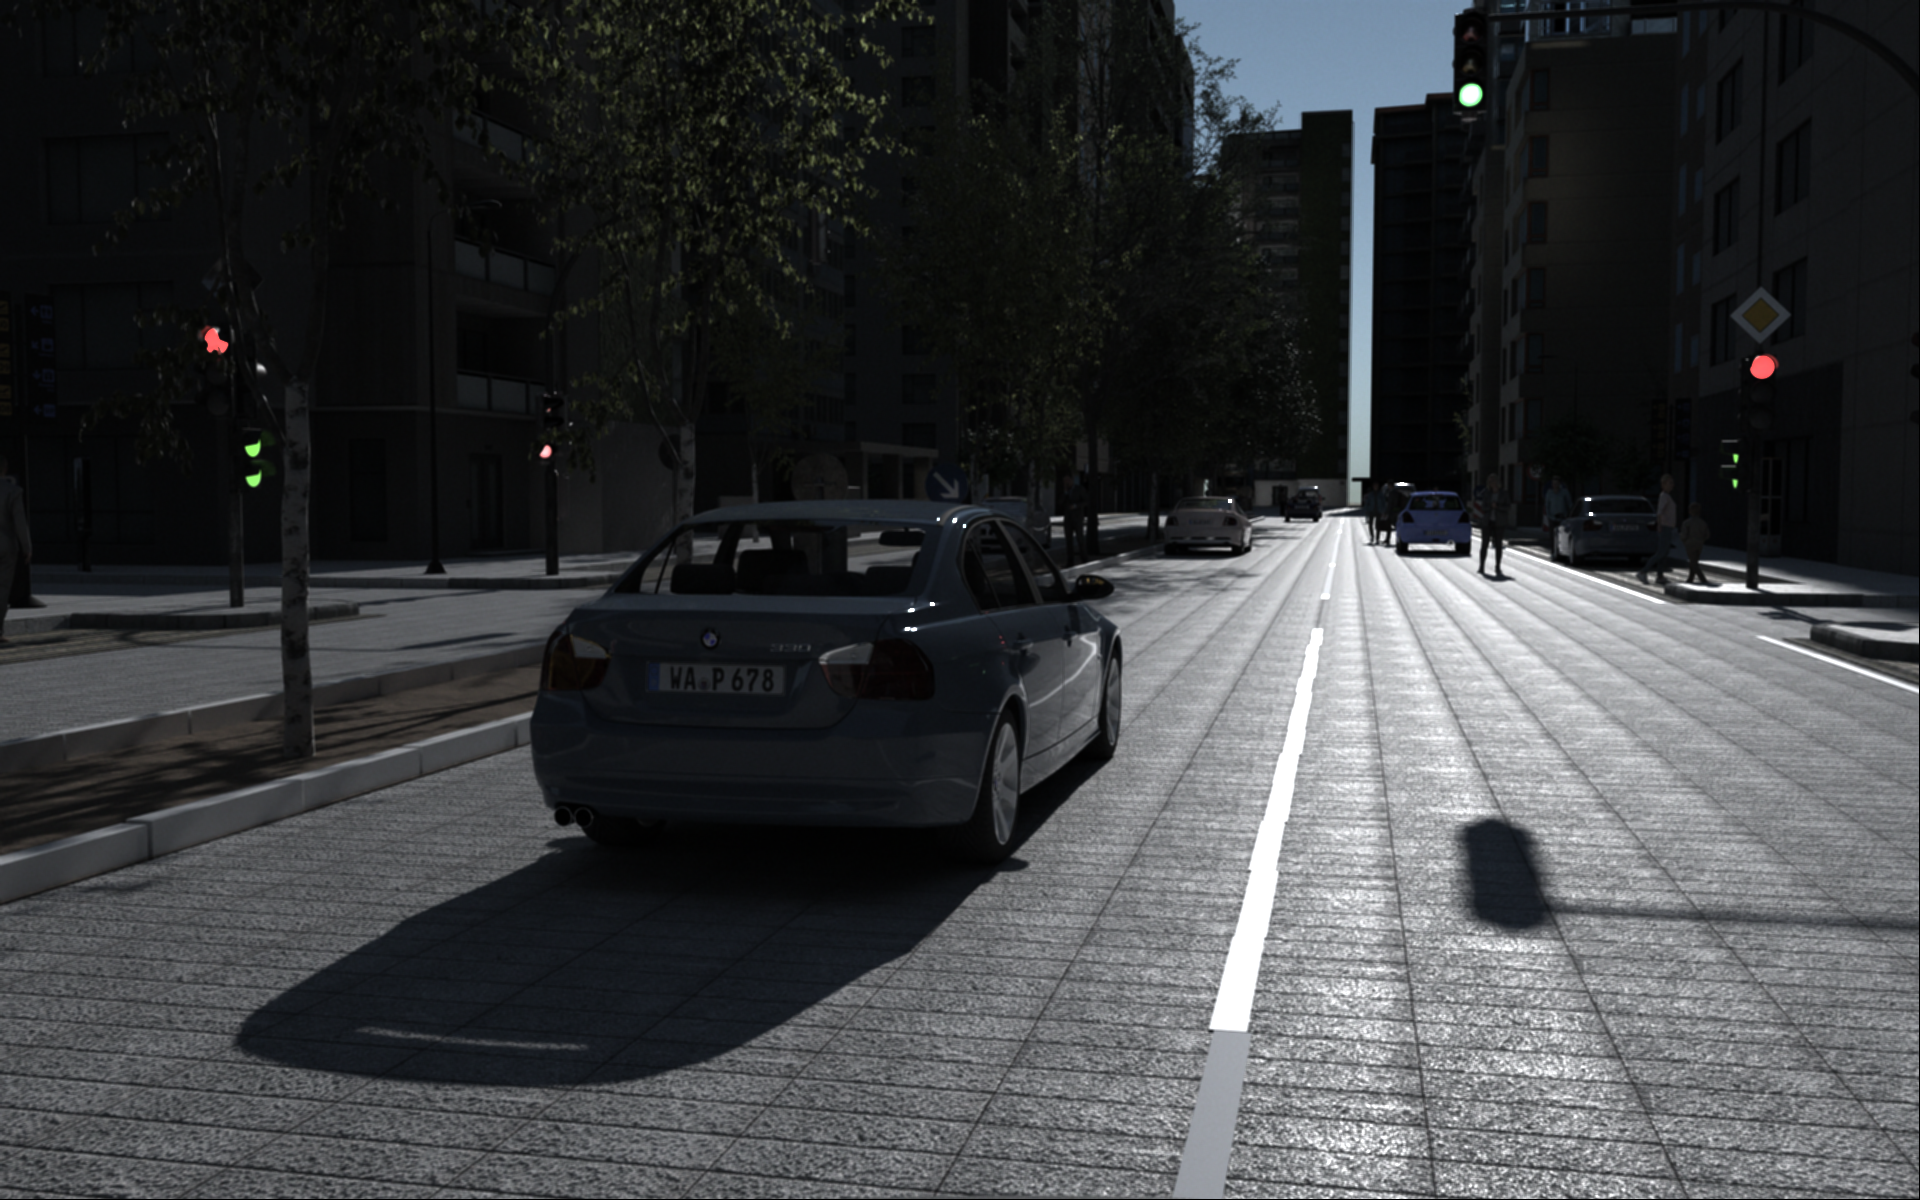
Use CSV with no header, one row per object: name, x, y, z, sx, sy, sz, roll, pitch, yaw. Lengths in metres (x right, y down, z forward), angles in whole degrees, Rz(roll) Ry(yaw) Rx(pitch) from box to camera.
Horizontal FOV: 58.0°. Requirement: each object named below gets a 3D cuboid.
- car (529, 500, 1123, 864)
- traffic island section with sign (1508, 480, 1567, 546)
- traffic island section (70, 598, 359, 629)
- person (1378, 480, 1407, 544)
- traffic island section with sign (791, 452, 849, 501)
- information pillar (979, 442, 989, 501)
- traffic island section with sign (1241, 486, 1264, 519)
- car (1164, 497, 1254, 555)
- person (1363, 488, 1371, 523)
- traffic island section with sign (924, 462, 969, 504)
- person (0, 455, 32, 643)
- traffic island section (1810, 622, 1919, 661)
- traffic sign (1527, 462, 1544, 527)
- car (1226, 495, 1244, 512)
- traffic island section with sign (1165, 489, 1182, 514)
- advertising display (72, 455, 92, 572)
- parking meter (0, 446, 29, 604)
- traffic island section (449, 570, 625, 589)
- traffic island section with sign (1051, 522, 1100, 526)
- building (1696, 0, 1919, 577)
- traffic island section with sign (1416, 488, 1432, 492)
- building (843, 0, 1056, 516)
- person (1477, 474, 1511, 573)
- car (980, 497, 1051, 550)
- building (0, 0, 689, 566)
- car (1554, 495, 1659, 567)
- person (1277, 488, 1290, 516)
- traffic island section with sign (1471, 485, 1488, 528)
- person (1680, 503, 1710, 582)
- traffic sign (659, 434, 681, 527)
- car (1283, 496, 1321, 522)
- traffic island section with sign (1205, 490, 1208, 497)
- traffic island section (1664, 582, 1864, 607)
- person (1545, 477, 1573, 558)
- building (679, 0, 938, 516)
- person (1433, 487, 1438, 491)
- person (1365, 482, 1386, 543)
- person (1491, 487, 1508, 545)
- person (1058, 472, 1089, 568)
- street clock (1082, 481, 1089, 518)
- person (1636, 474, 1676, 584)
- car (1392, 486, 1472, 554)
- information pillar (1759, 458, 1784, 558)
car,-0.352,0.237,8.135,2.014,1.417,4.499,1,4,14
traffic island section with sign,16.335,-2.419,48.179,1.989,1.847,2.006,1,4,13
traffic island section,-8.234,0.158,19.700,2.009,0.180,2.903,1,4,13
person,12.372,-2.502,49.378,0.822,1.834,0.622,2,4,31
traffic island section with sign,-1.683,-0.633,18.478,2.006,1.907,1.989,1,4,13
information pillar,0.988,-4.962,72.484,0.183,3.616,0.504,-3,5,-44
traffic island section with sign,16.370,-5.559,99.033,2.006,1.907,1.989,1,4,13
car,6.055,-1.816,42.053,2.083,1.381,4.827,1,4,13
person,20.356,-4.711,86.369,0.563,1.720,0.643,2,4,34
traffic island section with sign,-0.054,-1.075,25.705,2.006,1.907,1.989,1,4,13
person,-9.232,-0.485,16.548,0.709,1.813,0.853,-1,4,-14
traffic island section,9.078,0.395,15.830,2.009,0.180,2.903,1,4,13
traffic sign,22.231,-4.076,66.749,0.768,2.556,0.104,1,4,21
car,20.229,-7.146,129.422,1.945,1.354,3.894,1,4,14
traffic island section with sign,16.103,-7.225,126.758,1.989,1.847,2.006,1,4,13
advertising display,-14.554,-1.438,28.731,0.123,1.923,0.974,-3,4,-36
parking meter,-11.115,-0.889,20.246,0.399,1.863,0.255,-3,4,-37
traffic island section,-6.488,-0.319,27.493,2.009,0.180,2.903,1,4,13
traffic island section with sign,5.275,-4.270,78.448,1.989,1.847,2.006,1,4,13
building,26.617,-36.208,30.257,20.611,71.187,20.563,1,4,13
traffic island section with sign,33.096,-6.990,122.920,1.989,1.847,2.006,1,4,13
building,-2.751,-19.840,96.081,14.160,30.474,14.107,1,4,13
person,9.719,-1.393,31.460,0.537,1.800,0.526,2,4,35
car,1.148,-1.910,43.589,2.083,1.381,4.827,1,4,12
building,-14.939,-21.556,36.034,14.154,41.232,14.086,1,4,13
car,13.235,-1.428,35.357,2.014,1.417,4.499,1,4,13
person,21.348,-6.477,114.413,0.705,1.823,1.348,-2,4,-30
traffic island section with sign,22.236,-4.028,74.483,1.989,1.847,2.006,1,4,13
person,10.936,-0.798,25.818,0.475,1.303,0.640,-2,4,-24
traffic sign,-6.079,-2.251,36.917,0.768,2.556,0.104,1,4,16
car,17.818,-4.754,90.307,1.945,1.354,3.894,1,4,11
traffic island section with sign,22.010,-8.838,153.124,1.989,1.847,2.006,1,4,13
traffic island section,10.824,-0.082,23.622,2.009,0.180,2.903,1,4,13
person,13.388,-1.842,38.639,0.660,1.820,0.620,2,4,32
building,-17.760,-22.781,64.350,32.217,40.220,23.993,1,4,13
person,23.417,-4.693,85.459,0.478,1.798,0.641,-3,4,-39
person,12.241,-2.578,50.988,0.601,1.785,0.444,1,4,17
person,14.909,-2.403,48.139,0.444,1.785,0.601,-3,4,-37
person,2.178,-1.525,33.233,0.655,1.846,0.447,2,4,33
street clock,6.915,-5.509,94.645,0.471,2.002,0.358,-2,4,-31
person,11.056,-1.119,27.463,0.598,1.740,0.731,1,4,12
car,11.645,-2.024,42.686,1.945,1.707,3.694,1,4,12
information pillar,16.390,-1.865,34.992,0.304,2.012,0.304,-1,4,-11
